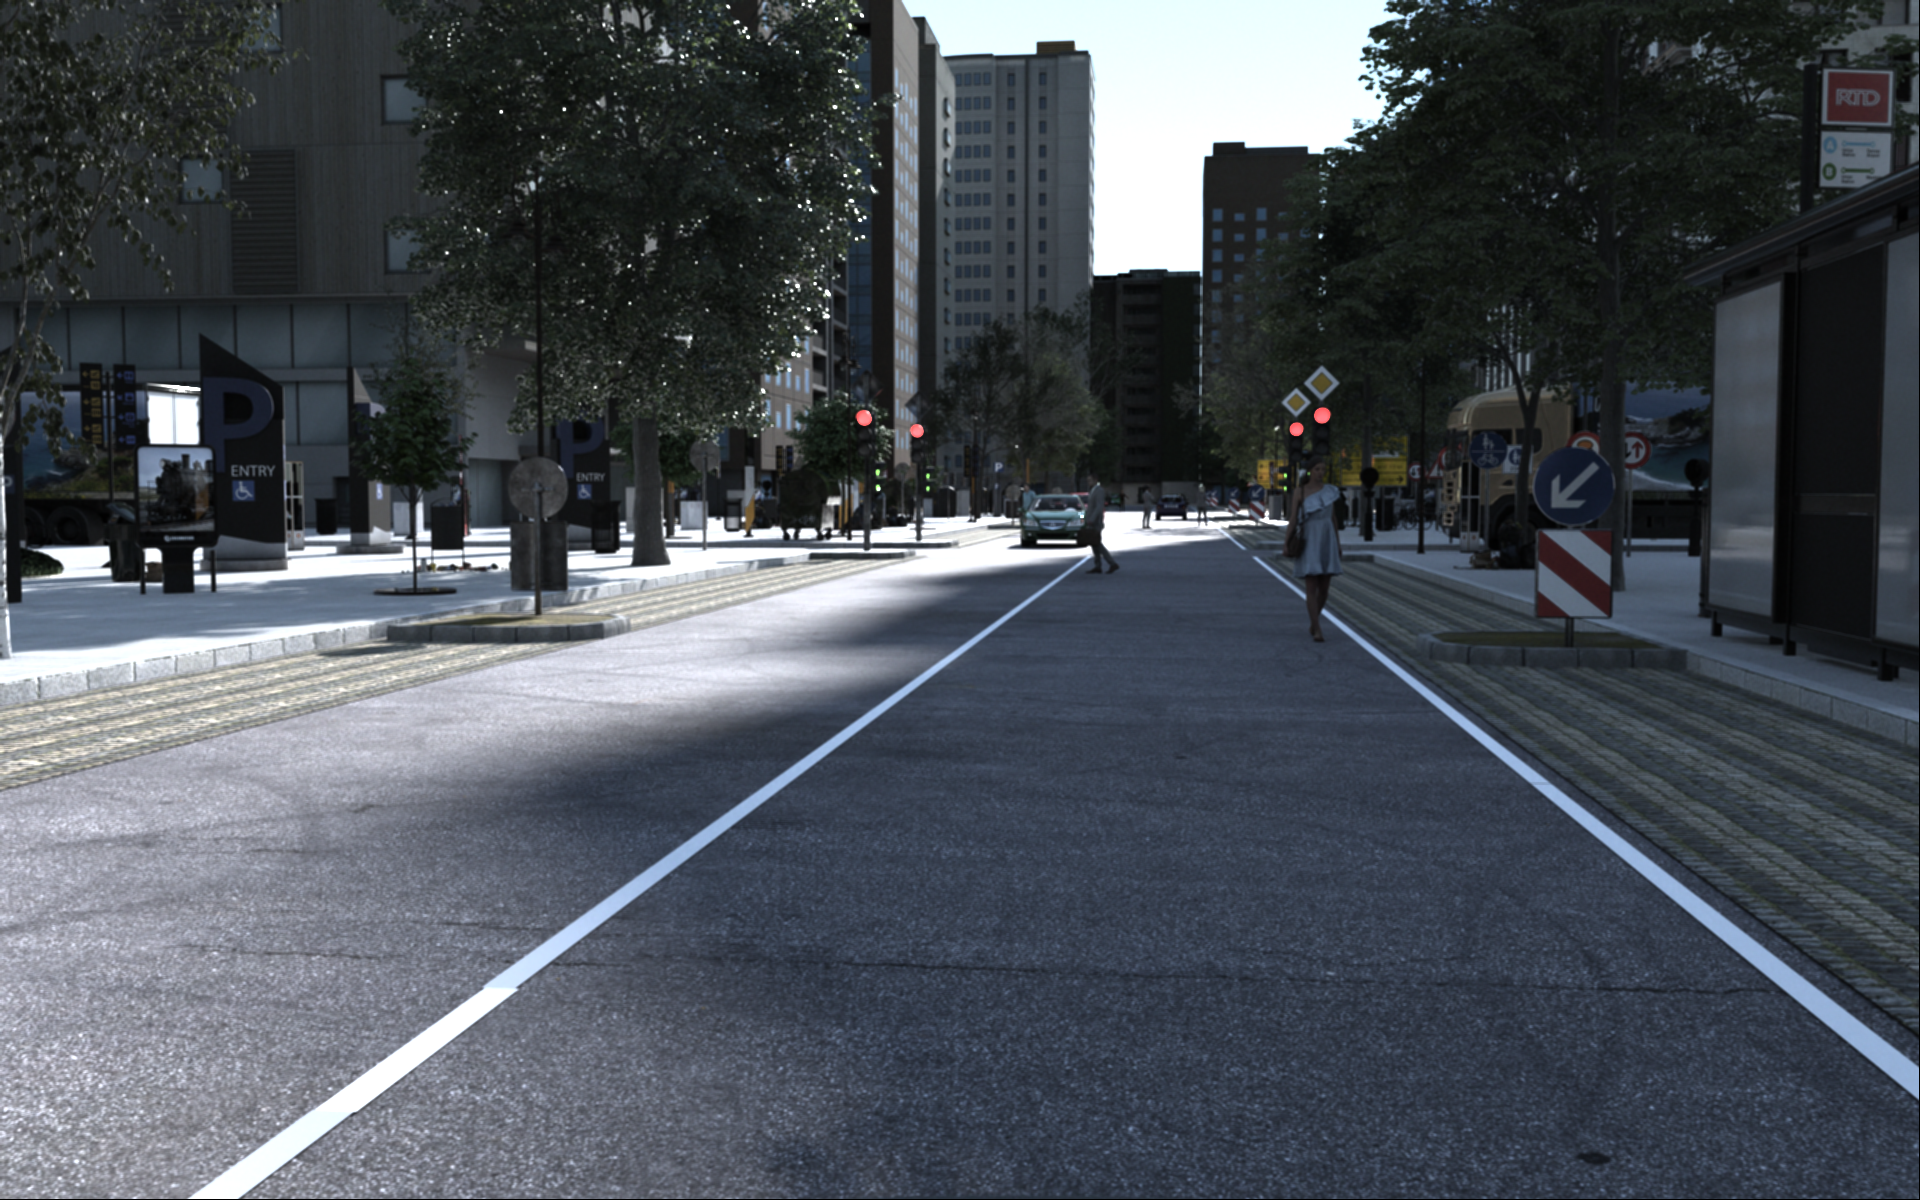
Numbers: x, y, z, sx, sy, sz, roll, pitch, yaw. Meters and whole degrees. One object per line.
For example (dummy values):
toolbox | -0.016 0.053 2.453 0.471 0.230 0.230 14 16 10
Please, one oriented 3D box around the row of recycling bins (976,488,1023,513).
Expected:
row of recycling bins | 2.766 -6.771 117.824 3.534 1.692 1.069 -1 4 -15

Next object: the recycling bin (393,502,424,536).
recycling bin | -16.979 -2.493 53.318 0.722 1.027 0.722 0 3 0

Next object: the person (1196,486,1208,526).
person | 10.811 -4.209 77.495 0.537 1.800 0.526 3 4 37

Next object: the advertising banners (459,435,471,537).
advertising banners | -14.862 -3.411 51.956 0.090 3.025 2.074 0 4 -8

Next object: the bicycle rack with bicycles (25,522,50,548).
bicycle rack with bicycles | -22.686 -1.604 39.611 2.925 0.926 2.852 -1 4 -16

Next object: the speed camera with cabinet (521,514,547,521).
speed camera with cabinet | -14.270 -3.936 58.687 0.660 3.252 2.038 -3 4 -36

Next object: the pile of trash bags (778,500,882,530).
pile of trash bags | -4.464 -3.215 62.321 3.447 1.369 1.912 2 4 27

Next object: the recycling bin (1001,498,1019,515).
recycling bin | 3.078 -5.597 104.071 0.722 1.027 0.722 1 4 19

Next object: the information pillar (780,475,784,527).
information pillar | -6.602 -3.736 65.572 0.304 2.012 0.304 2 4 27

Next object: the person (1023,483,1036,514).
person | 2.466 -3.158 60.156 0.660 1.820 0.620 3 5 39

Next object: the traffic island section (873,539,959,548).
traffic island section | -1.140 -1.517 47.086 2.009 0.180 2.903 0 4 7

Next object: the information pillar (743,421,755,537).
information pillar | -6.249 -3.673 51.409 0.183 3.616 0.504 1 4 18

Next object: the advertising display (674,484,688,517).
advertising display | -15.685 -5.613 96.987 0.974 1.923 0.123 -3 5 -40

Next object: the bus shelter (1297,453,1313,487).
bus shelter | 18.995 -7.043 92.784 2.179 5.291 8.768 0 4 7

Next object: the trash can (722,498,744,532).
trash can | -7.776 -2.912 59.266 0.748 1.137 0.748 0 3 0

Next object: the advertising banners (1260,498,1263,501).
advertising banners | 17.893 -6.518 102.753 0.090 3.025 2.074 2 4 28

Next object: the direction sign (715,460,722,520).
direction sign | -11.873 -5.696 85.133 0.379 3.537 0.876 0 4 2

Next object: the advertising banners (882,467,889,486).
advertising banners | -4.221 -7.181 113.591 2.074 3.025 0.090 -2 4 -26

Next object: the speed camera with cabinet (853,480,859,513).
speed camera with cabinet | -4.233 -4.672 70.715 0.660 3.252 2.038 -1 4 -11

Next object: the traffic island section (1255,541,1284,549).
traffic island section | 8.874 -1.441 45.843 2.009 0.180 2.903 0 4 7

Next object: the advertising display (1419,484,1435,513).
advertising display | 28.672 -6.186 106.353 0.974 1.923 0.123 1 4 9

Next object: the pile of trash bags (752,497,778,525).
pile of trash bags | -7.269 -3.866 72.969 1.912 1.369 3.447 2 4 27

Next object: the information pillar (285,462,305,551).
information pillar | -15.115 -2.130 39.311 0.304 2.012 0.304 3 4 36

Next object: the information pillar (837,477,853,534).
information pillar | -3.722 -3.967 56.222 0.504 3.616 0.183 -2 4 -34

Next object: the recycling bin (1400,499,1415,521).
recycling bin | 21.658 -4.361 83.856 0.722 1.027 0.722 0 4 1

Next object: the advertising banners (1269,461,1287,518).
advertising banners | 17.012 -5.883 92.379 0.090 3.025 2.074 -1 4 -19

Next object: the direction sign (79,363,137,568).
direction sign | -14.802 -2.335 30.179 0.876 3.537 0.379 -3 4 -36

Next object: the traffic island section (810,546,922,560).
traffic island section | -2.124 -1.032 39.162 2.009 0.180 2.903 0 4 7

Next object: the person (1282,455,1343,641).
person | 3.469 -0.519 17.077 0.616 1.811 0.778 0 4 2

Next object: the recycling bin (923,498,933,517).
recycling bin | -1.657 -5.286 98.984 0.722 1.027 0.722 3 4 37

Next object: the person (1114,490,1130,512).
person | 12.890 -7.873 137.739 1.217 1.766 0.721 1 4 16

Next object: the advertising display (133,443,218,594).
advertising display | -10.122 -1.050 22.374 0.974 1.923 0.123 -2 4 -35

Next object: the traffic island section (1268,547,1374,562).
traffic island section | 7.890 -0.956 37.918 2.009 0.180 2.903 0 4 7

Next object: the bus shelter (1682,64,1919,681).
bus shelter | 7.404 -2.223 13.981 2.179 5.291 8.768 0 4 7

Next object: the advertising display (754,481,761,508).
advertising display | -10.280 -5.018 87.260 0.123 1.923 0.974 1 4 20

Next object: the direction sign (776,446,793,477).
direction sign | -8.192 -5.439 80.929 0.876 3.537 0.379 1 4 21

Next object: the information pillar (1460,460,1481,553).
information pillar | 11.124 -2.035 37.761 0.304 2.012 0.304 -1 4 -22

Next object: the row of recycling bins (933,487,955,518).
row of recycling bins | -0.855 -5.430 95.896 1.069 1.692 3.534 -1 4 -8

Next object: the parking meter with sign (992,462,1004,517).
parking meter with sign | 2.059 -6.085 95.744 0.543 3.016 1.738 0 4 -4

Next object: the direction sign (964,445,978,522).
direction sign | 0.515 -5.381 79.975 0.876 3.537 0.379 3 5 44

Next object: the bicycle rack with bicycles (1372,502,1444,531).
bicycle rack with bicycles | 15.810 -2.978 62.080 2.852 0.926 2.925 -1 4 -21

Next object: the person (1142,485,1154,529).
person | 7.820 -3.860 71.794 0.466 1.800 0.511 -3 5 -44

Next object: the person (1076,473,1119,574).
person | 2.444 -1.387 31.304 0.853 1.813 0.709 -1 4 -15

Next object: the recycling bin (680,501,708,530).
recycling bin | -9.535 -3.031 62.108 0.722 1.027 0.722 2 4 29

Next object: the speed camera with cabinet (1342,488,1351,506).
speed camera with cabinet | 21.974 -6.316 97.595 0.660 3.252 2.038 2 4 27

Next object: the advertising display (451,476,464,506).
advertising display | -18.046 -3.486 62.210 0.123 1.923 0.974 -3 4 -37

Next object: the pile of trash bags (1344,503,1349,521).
pile of trash bags | 18.305 -4.557 84.257 3.447 1.369 1.912 -2 4 -30

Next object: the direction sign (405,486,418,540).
direction sign | -15.489 -3.474 48.799 0.379 3.537 0.876 -2 4 -27

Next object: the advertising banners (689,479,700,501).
advertising banners | -14.013 -5.833 91.560 0.090 3.025 2.074 -2 4 -24
